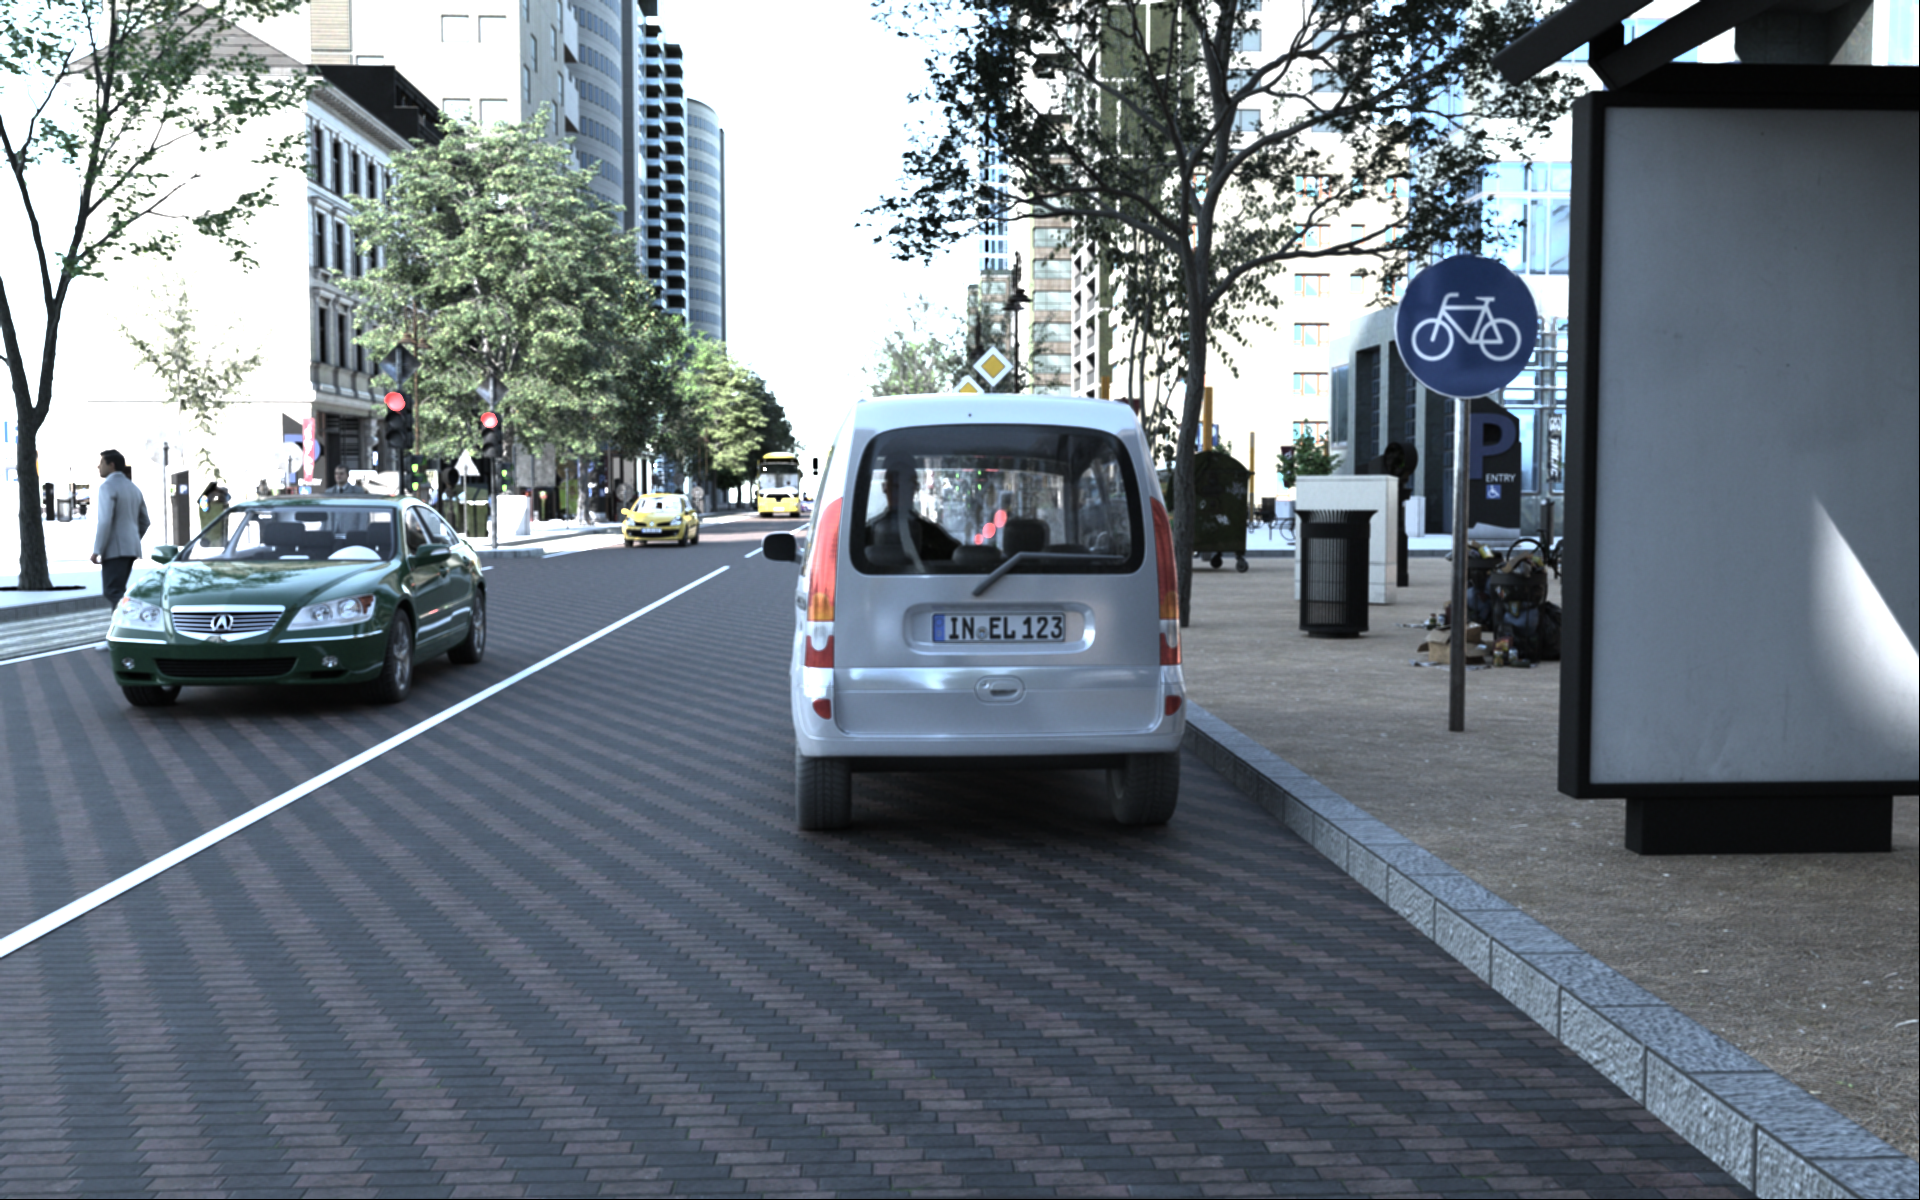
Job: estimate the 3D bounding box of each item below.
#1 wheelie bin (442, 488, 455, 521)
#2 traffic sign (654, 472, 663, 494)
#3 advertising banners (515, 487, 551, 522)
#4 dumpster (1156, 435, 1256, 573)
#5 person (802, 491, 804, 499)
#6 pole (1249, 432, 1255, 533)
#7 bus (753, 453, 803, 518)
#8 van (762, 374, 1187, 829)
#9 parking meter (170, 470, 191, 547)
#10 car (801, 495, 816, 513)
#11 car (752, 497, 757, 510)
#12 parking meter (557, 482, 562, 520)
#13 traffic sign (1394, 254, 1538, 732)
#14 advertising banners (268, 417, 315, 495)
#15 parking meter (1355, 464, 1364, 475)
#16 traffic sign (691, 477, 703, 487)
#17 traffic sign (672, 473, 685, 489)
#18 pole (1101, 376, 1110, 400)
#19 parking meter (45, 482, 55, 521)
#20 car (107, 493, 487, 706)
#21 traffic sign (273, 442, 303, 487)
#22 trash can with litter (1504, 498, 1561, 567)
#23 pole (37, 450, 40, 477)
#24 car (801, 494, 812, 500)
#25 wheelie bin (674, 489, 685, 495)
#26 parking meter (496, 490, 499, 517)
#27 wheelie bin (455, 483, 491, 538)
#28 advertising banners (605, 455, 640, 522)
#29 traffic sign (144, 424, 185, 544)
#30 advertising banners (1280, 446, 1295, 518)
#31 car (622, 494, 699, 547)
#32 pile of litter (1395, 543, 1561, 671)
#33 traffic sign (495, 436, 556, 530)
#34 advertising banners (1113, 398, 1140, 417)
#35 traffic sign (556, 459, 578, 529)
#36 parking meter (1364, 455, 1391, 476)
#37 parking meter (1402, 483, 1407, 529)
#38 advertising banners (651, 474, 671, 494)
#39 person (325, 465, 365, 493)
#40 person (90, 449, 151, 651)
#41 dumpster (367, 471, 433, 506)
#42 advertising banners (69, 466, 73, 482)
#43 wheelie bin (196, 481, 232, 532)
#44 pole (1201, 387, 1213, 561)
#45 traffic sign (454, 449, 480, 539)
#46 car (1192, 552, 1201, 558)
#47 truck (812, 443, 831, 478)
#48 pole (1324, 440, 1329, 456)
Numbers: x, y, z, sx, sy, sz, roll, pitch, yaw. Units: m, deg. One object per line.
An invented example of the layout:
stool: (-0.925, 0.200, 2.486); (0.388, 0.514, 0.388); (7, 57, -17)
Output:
wheelie bin: (-16.205, -2.918, 55.625); (0.693, 1.594, 0.980); (1, 4, 21)
traffic sign: (-18.128, -6.307, 103.121); (0.884, 2.594, 0.081); (0, 4, 3)
advertising banners: (-19.651, -5.044, 78.650); (2.074, 3.025, 0.090); (-2, 4, -27)
dumpster: (4.041, -1.623, 29.027); (1.502, 2.255, 1.985); (0, 4, -3)
person: (-21.257, -13.880, 235.417); (0.705, 1.826, 1.348); (1, 4, 10)
pole: (9.554, -3.845, 56.707); (0.158, 3.312, 0.155); (0, 3, 0)
bus: (-11.096, -7.061, 106.992); (2.896, 3.916, 12.252); (0, 4, -5)
van: (-0.012, -0.111, 8.821); (2.013, 2.044, 4.112); (0, 4, -5)
parking meter: (-18.933, -2.223, 42.056); (0.255, 1.863, 0.399); (2, 4, 33)
car: (-11.236, -7.267, 131.398); (1.945, 1.354, 3.894); (0, 4, -5)
car: (-16.308, -8.308, 144.624); (1.959, 1.807, 4.718); (0, 4, -2)
parking meter: (-20.067, -4.963, 86.850); (0.255, 1.863, 0.399); (-1, 4, -8)
traffic sign: (2.691, -0.563, 9.305); (0.768, 2.556, 0.104); (0, 4, 0)
advertising banners: (-15.454, -2.684, 40.079); (2.074, 3.025, 0.090); (3, 5, 40)
parking meter: (7.120, -1.512, 30.430); (0.399, 1.863, 0.255); (1, 4, 23)
traffic sign: (-17.236, -6.878, 113.640); (0.795, 2.450, 0.064); (0, 4, 4)
traffic sign: (-16.628, -6.261, 102.474); (0.768, 2.556, 0.104); (0, 4, -1)
pole: (2.516, -2.216, 30.076); (0.158, 3.312, 0.155); (0, 3, 0)
parking meter: (-43.175, -4.676, 82.167); (0.255, 1.863, 0.399); (0, 4, 8)
car: (-4.869, -0.092, 13.306); (2.131, 1.459, 4.920); (0, 4, -5)
traffic sign: (-16.357, -2.574, 42.198); (0.768, 2.556, 0.104); (0, 4, 2)
trash can with litter: (10.612, -1.251, 31.516); (1.678, 1.210, 2.233); (1, 4, 13)
pole: (-42.449, -5.255, 79.757); (0.158, 3.312, 0.155); (0, 3, 0)
car: (-22.308, -14.965, 254.894); (2.015, 1.641, 3.980); (0, 4, -4)
wheelie bin: (-16.193, -5.612, 99.667); (0.693, 1.594, 0.980); (-2, 4, -28)
parking meter: (-25.859, -5.411, 96.887); (0.372, 1.533, 0.369); (0, 3, 0)
wheelie bin: (-14.130, -2.607, 50.537); (0.980, 1.594, 0.693); (-1, 4, -19)
advertising banners: (-15.462, -5.034, 78.493); (2.074, 3.025, 0.090); (-2, 4, -35)
traffic sign: (-14.501, -1.924, 31.569); (0.768, 2.556, 0.104); (0, 4, 5)
advertising banners: (12.618, -4.074, 62.792); (2.074, 3.025, 0.090); (0, 4, -2)
car: (-8.309, -2.325, 48.242); (2.015, 1.641, 3.980); (0, 4, -2)
pile of litter: (4.042, 0.039, 13.325); (1.719, 0.858, 1.176); (-2, 4, -34)
traffic sign: (-15.388, -4.109, 61.052); (2.265, 3.308, 0.079); (0, 4, 1)
advertising banners: (2.277, -2.165, 31.590); (2.074, 3.025, 0.090); (0, 4, -1)
traffic sign: (-14.303, -3.850, 63.060); (0.768, 2.556, 0.104); (0, 4, -2)
parking meter: (6.295, -1.235, 25.903); (0.255, 1.863, 0.399); (-1, 4, -19)
parking meter: (6.177, -1.000, 24.768); (0.372, 1.533, 0.369); (0, 3, 0)
advertising banners: (-17.738, -6.480, 102.139); (0.090, 3.025, 2.074); (2, 4, 30)
person: (-8.016, -0.843, 22.383); (0.694, 1.812, 0.767); (0, 4, 5)
person: (-7.557, -0.451, 15.721); (0.795, 1.843, 0.661); (1, 4, 9)
dumpster: (-14.353, -2.363, 44.397); (1.264, 1.857, 1.865); (0, 4, -3)
advertising banners: (-55.196, -6.771, 106.898); (0.090, 3.025, 2.074); (0, 4, -2)
wheelie bin: (-17.776, -2.044, 41.327); (0.693, 1.594, 0.980); (-1, 4, -10)
pole: (4.707, -2.393, 32.977); (0.158, 3.312, 0.155); (0, 3, 0)
traffic sign: (-14.216, -3.044, 49.768); (0.884, 2.594, 0.081); (0, 4, 4)
car: (3.321, -1.713, 36.811); (4.718, 1.807, 1.959); (0, 4, -3)
truck: (-3.807, -4.233, 65.140); (3.469, 3.379, 9.791); (0, 4, -5)
pole: (13.911, -4.401, 65.805); (0.158, 3.312, 0.155); (0, 3, 0)
